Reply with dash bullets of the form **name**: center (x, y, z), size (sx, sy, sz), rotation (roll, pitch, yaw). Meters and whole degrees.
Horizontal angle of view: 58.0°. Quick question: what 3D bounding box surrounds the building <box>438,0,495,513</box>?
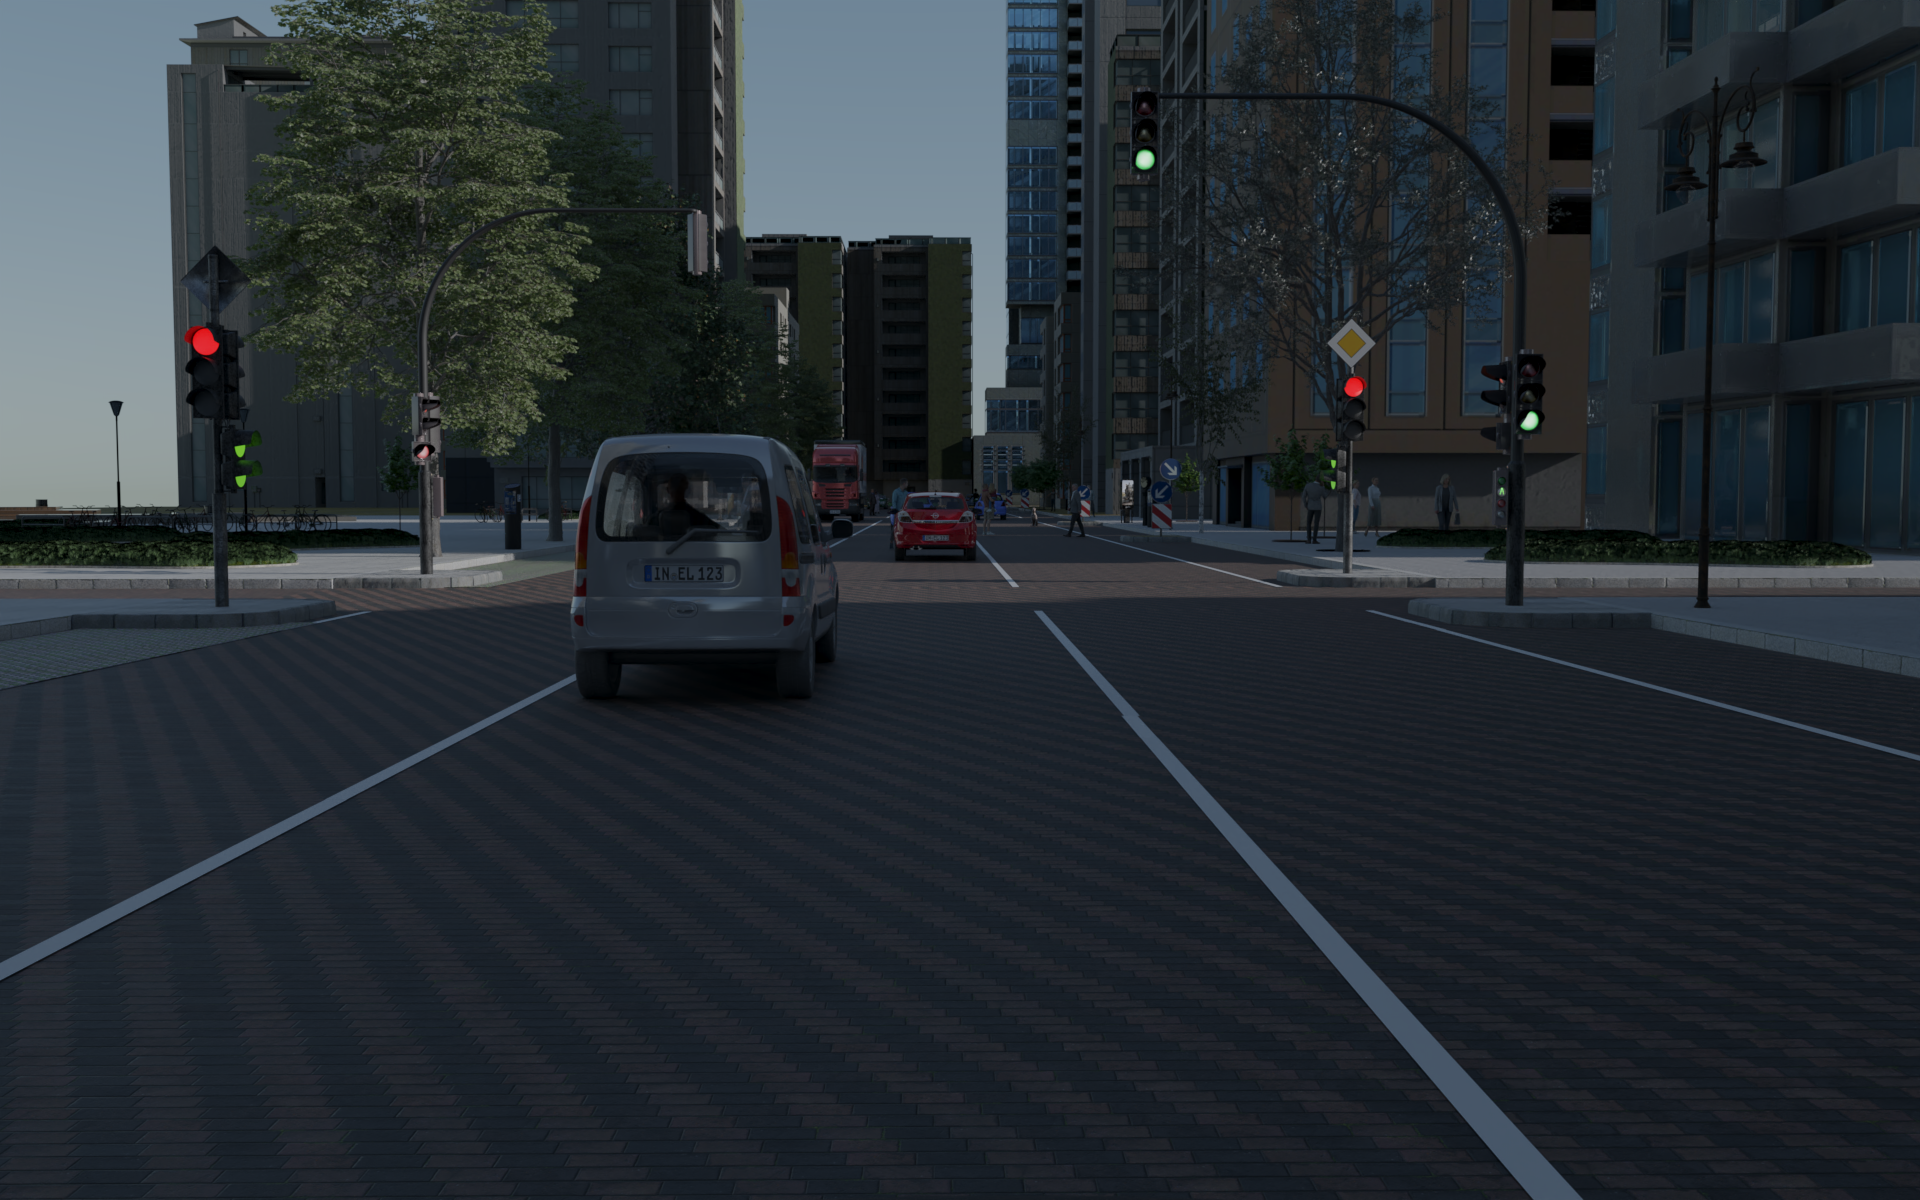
- **building**: center (-24.760, -42.036, 125.541), size (20.563, 71.187, 20.611), rotation (0, 4, -1)

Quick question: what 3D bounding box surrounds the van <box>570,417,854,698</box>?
- **van**: center (-1.867, -0.399, 13.533), size (2.013, 2.044, 4.112), rotation (0, 4, -1)

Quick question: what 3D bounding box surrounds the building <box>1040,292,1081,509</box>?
- **building**: center (22.246, -19.458, 163.169), size (27.650, 21.520, 28.899), rotation (0, 4, -1)

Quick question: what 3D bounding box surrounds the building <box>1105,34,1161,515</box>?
- **building**: center (16.365, -20.872, 112.963), size (14.160, 30.474, 14.107), rotation (0, 4, -1)

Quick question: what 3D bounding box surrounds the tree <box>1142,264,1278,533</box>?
- **tree**: center (8.096, -6.469, 56.131), size (4.360, 8.622, 3.978), rotation (0, 3, 0)

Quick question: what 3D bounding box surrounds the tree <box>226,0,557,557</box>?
- **tree**: center (-11.158, -7.169, 35.336), size (7.486, 12.596, 7.792), rotation (0, 3, 0)

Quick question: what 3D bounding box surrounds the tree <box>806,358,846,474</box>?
- **tree**: center (-13.032, -13.700, 142.124), size (7.486, 12.596, 7.792), rotation (0, 3, 0)

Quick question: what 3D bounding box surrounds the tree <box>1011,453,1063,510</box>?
- **tree**: center (6.803, -9.573, 140.228), size (4.285, 4.588, 4.351), rotation (0, 3, 0)

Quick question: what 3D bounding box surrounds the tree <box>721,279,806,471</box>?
- **tree**: center (-12.095, -10.637, 92.037), size (7.486, 12.596, 7.792), rotation (0, 3, 0)

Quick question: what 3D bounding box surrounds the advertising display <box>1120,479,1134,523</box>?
- **advertising display**: center (7.370, -4.361, 76.509), size (0.123, 1.923, 0.974), rotation (3, 4, 38)

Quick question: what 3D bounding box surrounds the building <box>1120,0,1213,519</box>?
- **building**: center (19.826, -39.865, 90.037), size (20.563, 71.187, 20.611), rotation (0, 4, -1)

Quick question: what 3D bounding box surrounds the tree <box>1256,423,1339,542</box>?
- **tree**: center (8.986, -3.170, 46.436), size (1.663, 3.219, 1.824), rotation (0, 3, 0)

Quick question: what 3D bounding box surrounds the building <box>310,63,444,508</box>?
- **building**: center (-52.699, -29.630, 168.042), size (14.086, 41.232, 14.154), rotation (0, 4, -1)

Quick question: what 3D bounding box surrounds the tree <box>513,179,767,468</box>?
- **tree**: center (-11.369, -8.860, 61.870), size (9.611, 12.733, 9.660), rotation (0, 3, 0)

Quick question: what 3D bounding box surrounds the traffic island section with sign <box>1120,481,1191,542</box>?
- **traffic island section with sign**: center (5.909, -2.687, 52.566), size (1.989, 1.847, 2.006), rotation (0, 4, -1)

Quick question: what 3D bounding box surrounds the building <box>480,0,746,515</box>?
- **building**: center (-21.301, -26.030, 109.185), size (14.154, 41.232, 14.086), rotation (0, 4, -1)

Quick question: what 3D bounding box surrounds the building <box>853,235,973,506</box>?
- **building**: center (-5.663, -25.959, 196.130), size (14.107, 30.474, 14.160), rotation (0, 4, -1)

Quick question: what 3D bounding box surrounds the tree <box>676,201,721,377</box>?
- **tree**: center (-10.610, -7.875, 46.876), size (7.486, 12.596, 7.792), rotation (0, 3, 0)

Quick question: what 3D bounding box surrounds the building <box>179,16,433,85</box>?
- **building**: center (-69.840, -37.406, 200.824), size (27.495, 52.752, 28.713), rotation (0, 4, -1)

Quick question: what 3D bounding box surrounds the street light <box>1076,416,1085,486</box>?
- **street light**: center (7.146, -7.944, 102.673), size (0.468, 5.910, 1.993), rotation (0, 4, -1)

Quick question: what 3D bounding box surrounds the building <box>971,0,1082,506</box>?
- **building**: center (16.831, -54.178, 198.485), size (31.000, 86.520, 22.319), rotation (0, 4, -1)

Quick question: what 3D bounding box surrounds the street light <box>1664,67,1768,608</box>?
- **street light**: center (8.374, -2.848, 19.356), size (0.468, 5.910, 1.993), rotation (0, 4, -1)

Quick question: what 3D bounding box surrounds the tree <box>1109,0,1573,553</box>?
- **tree**: center (8.437, -7.824, 38.292), size (12.009, 13.543, 11.850), rotation (0, 3, 0)

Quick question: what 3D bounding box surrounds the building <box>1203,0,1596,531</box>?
- **building**: center (17.349, -25.402, 65.427), size (14.600, 45.320, 14.200), rotation (0, 4, -1)

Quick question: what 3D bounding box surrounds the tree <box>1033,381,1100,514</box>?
- **tree**: center (6.817, -9.881, 111.916), size (4.360, 8.622, 3.978), rotation (0, 3, 0)

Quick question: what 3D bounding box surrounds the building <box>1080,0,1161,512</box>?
- **building**: center (19.899, -36.177, 133.499), size (21.231, 58.520, 28.212), rotation (0, 4, -1)

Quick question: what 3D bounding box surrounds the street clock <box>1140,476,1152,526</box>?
- **street clock**: center (7.489, -3.988, 69.776), size (0.358, 2.002, 0.471), rotation (-2, 4, -31)

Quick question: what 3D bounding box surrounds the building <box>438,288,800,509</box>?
- **building**: center (-30.643, -19.459, 163.186), size (28.899, 21.520, 27.650), rotation (0, 4, -1)

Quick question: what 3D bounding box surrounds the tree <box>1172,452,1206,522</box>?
- **tree**: center (10.387, -5.231, 80.124), size (1.663, 3.219, 1.824), rotation (0, 3, 0)

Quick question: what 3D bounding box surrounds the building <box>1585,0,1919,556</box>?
- **building**: center (32.470, -25.904, 43.133), size (30.456, 49.044, 23.786), rotation (0, 4, -1)

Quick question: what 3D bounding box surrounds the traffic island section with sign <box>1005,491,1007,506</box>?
- **traffic island section with sign**: center (4.294, -9.070, 156.917), size (1.989, 1.847, 2.006), rotation (0, 4, -1)

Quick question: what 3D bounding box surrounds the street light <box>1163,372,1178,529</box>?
- **street light**: center (7.812, -5.582, 64.045), size (0.468, 5.910, 1.993), rotation (0, 4, -1)

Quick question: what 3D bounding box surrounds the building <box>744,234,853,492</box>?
- **building**: center (-19.757, -25.901, 195.180), size (14.107, 30.474, 14.160), rotation (0, 4, -1)

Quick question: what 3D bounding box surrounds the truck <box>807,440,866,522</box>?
- **truck**: center (-6.406, -6.329, 92.393), size (2.839, 4.237, 11.283), rotation (0, 4, -1)

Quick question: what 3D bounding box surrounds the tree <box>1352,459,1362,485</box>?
- **tree**: center (10.484, -3.393, 50.076), size (1.663, 3.219, 1.824), rotation (0, 3, 0)

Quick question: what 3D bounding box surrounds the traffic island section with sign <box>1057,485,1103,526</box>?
- **traffic island section with sign**: center (5.491, -4.336, 79.517), size (1.989, 1.847, 2.006), rotation (0, 4, -1)

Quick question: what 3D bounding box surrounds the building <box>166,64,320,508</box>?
- **building**: center (-66.796, -29.667, 168.642), size (14.086, 41.232, 14.154), rotation (0, 4, -1)

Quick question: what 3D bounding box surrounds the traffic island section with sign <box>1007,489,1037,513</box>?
- **traffic island section with sign**: center (4.726, -7.421, 129.966), size (1.989, 1.847, 2.006), rotation (0, 4, -1)
